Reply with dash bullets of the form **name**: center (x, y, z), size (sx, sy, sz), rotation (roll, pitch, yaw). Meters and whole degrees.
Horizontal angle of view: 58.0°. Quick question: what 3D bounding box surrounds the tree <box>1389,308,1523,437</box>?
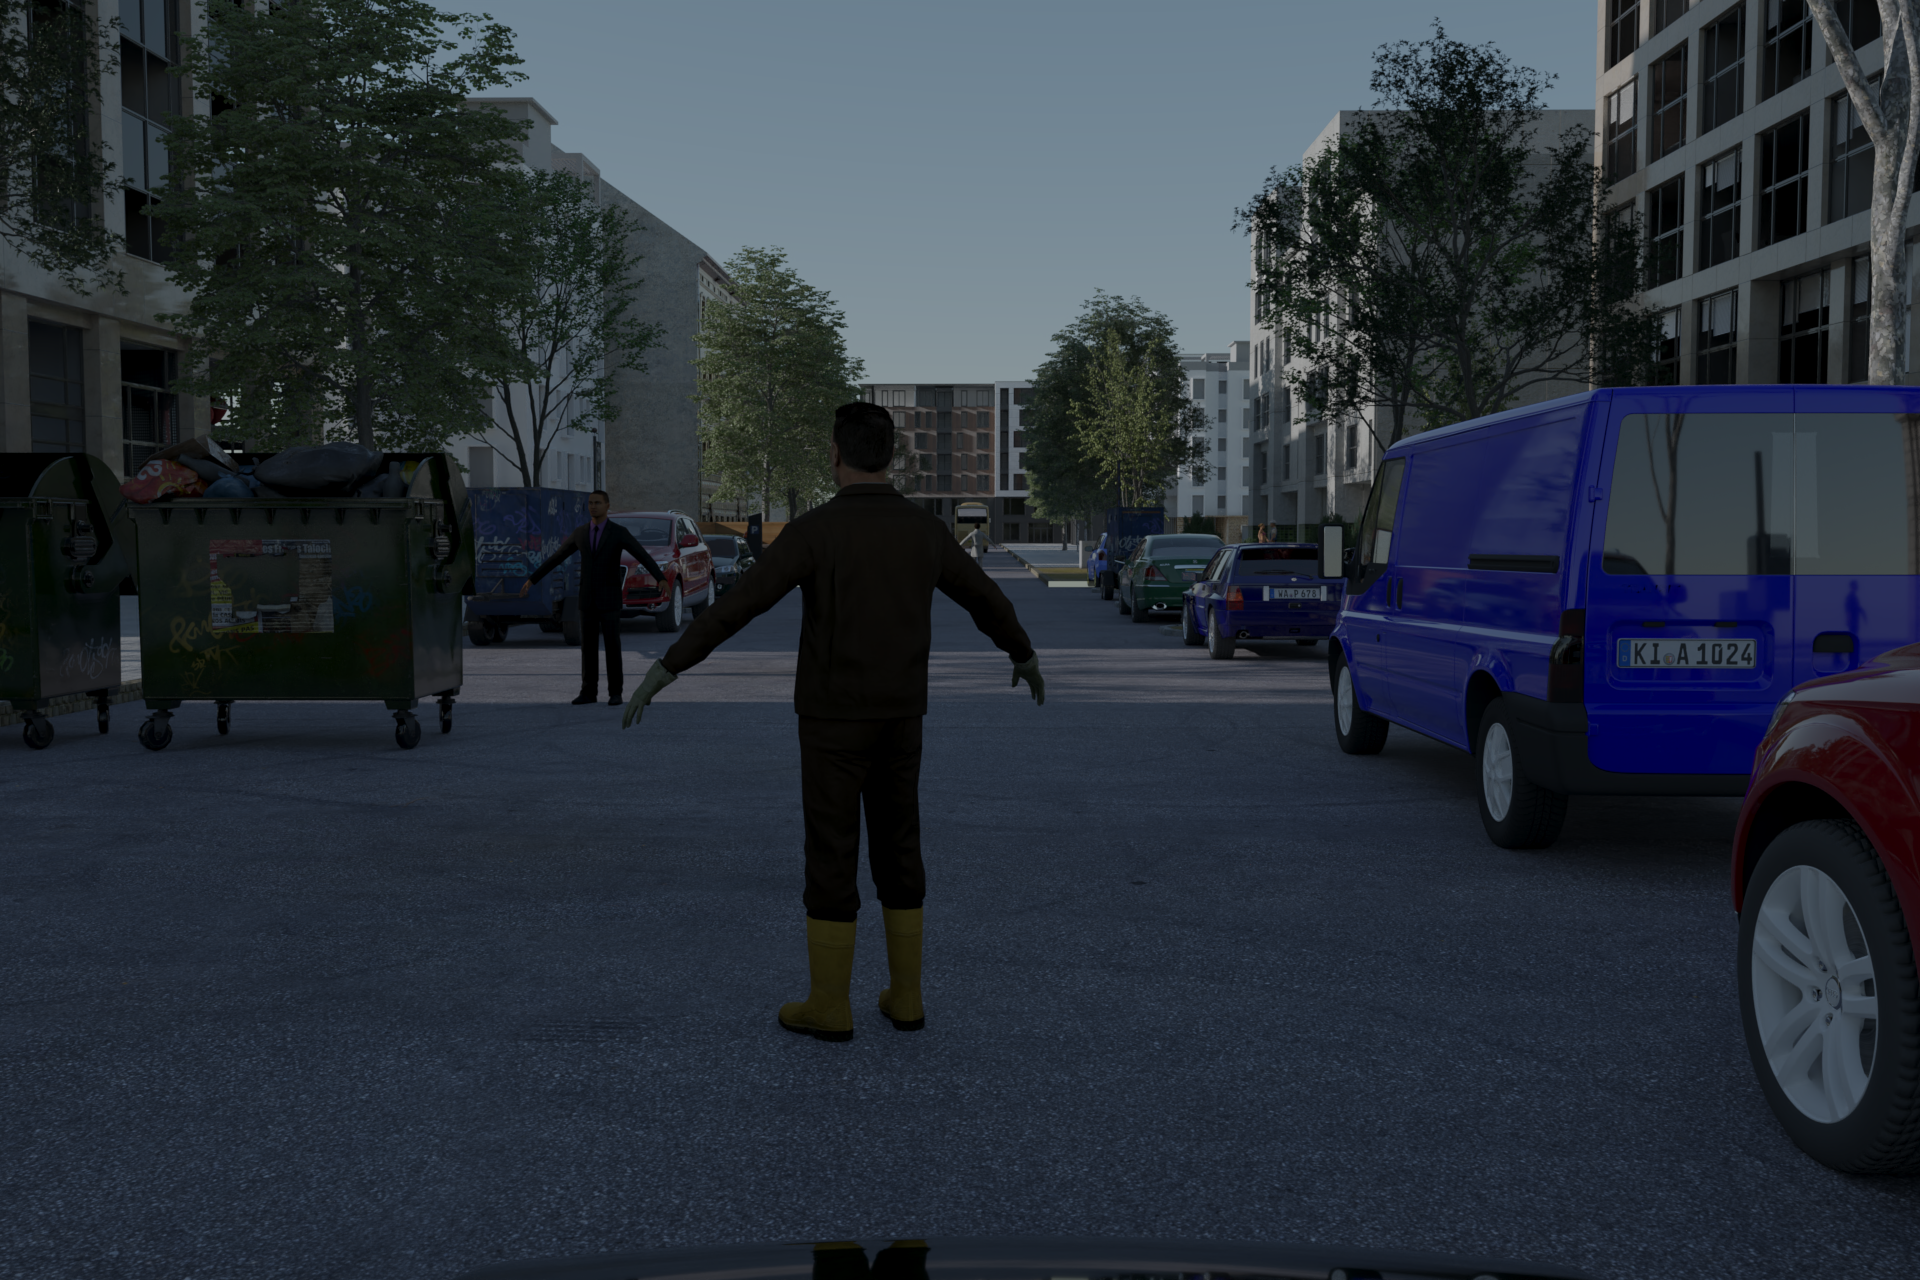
- **tree**: center (16.035, -6.423, 55.383), size (4.737, 8.622, 4.395), rotation (0, 3, 0)

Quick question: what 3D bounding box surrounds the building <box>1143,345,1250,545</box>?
- **building**: center (24.185, -19.881, 181.468), size (16.016, 20.090, 11.380), rotation (0, 4, 0)

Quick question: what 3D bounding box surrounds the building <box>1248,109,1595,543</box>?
- **building**: center (24.309, -13.119, 80.947), size (16.747, 18.905, 31.486), rotation (0, 4, 1)

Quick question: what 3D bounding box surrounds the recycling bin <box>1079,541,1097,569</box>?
- **recycling bin**: center (4.840, -3.188, 64.679), size (0.722, 1.027, 0.722), rotation (0, 3, 0)

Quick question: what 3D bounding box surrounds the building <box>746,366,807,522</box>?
- **building**: center (-25.574, -21.035, 174.857), size (19.493, 23.208, 18.063), rotation (0, 4, 2)

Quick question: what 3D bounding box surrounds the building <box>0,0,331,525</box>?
- **building**: center (-31.644, -16.631, 38.140), size (22.709, 31.103, 35.509), rotation (0, 4, 0)

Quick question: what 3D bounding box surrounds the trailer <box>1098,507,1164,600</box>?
- **trailer**: center (3.809, -1.923, 38.491), size (1.471, 1.999, 3.904), rotation (0, 4, 0)

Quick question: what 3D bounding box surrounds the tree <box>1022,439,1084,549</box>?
- **tree**: center (9.014, -14.239, 150.935), size (7.486, 12.596, 7.792), rotation (0, 3, 0)

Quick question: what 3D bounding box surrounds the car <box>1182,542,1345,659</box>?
- **car**: center (3.738, -0.523, 21.126), size (1.945, 1.354, 3.894), rotation (0, 4, 0)

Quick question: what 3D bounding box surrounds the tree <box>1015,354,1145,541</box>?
- **tree**: center (8.547, -12.811, 116.109), size (9.857, 13.997, 8.962), rotation (0, 3, 0)

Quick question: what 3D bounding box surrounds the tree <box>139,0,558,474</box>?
- **tree**: center (-11.168, -6.962, 31.962), size (7.486, 12.596, 7.792), rotation (0, 3, 0)

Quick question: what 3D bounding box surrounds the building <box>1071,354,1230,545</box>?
- **building**: center (27.482, -22.547, 212.618), size (27.936, 21.610, 32.646), rotation (0, 4, 1)

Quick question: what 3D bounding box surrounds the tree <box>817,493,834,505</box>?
- **tree**: center (-18.243, -17.776, 240.992), size (4.360, 8.622, 3.978), rotation (0, 3, 0)

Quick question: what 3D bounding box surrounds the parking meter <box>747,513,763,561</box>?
- **parking meter**: center (-5.588, -2.535, 47.159), size (0.399, 1.863, 0.255), rotation (0, 4, 1)

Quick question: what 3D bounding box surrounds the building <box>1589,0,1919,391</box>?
- **building**: center (29.865, -14.416, 38.898), size (19.351, 26.588, 34.151), rotation (0, 4, 1)

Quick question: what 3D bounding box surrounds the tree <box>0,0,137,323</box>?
- **tree**: center (-11.799, -5.077, 17.424), size (8.767, 10.594, 7.601), rotation (2, 4, 24)

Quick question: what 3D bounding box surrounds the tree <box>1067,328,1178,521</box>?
- **tree**: center (5.892, -6.775, 61.126), size (4.737, 8.622, 4.395), rotation (0, 3, 0)

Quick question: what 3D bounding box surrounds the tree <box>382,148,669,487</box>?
- **tree**: center (-11.611, -7.392, 46.621), size (9.928, 11.665, 9.643), rotation (0, 3, 0)

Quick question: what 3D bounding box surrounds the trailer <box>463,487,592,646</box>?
- **trailer**: center (-5.545, -0.901, 21.785), size (1.471, 1.999, 3.904), rotation (0, 4, 1)

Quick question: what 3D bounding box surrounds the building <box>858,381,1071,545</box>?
- **building**: center (2.672, -24.305, 243.821), size (32.646, 21.610, 27.936), rotation (0, 4, 1)

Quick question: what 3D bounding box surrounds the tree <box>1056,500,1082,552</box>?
- **tree**: center (8.396, -10.600, 123.672), size (4.360, 8.622, 3.978), rotation (0, 3, 0)

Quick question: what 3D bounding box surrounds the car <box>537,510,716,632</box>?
- **car**: center (-5.089, -1.116, 26.919), size (2.281, 1.827, 5.304), rotation (0, 4, 1)

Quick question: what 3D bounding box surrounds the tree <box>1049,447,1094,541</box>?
- **tree**: center (7.929, -9.518, 105.990), size (4.360, 8.622, 3.978), rotation (0, 3, 0)

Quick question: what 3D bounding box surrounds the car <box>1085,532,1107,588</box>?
- **car**: center (4.327, -2.246, 46.306), size (1.945, 1.707, 3.694), rotation (0, 4, 0)

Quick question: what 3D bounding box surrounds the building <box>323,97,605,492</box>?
- **building**: center (-23.573, -13.464, 76.562), size (16.016, 20.090, 11.380), rotation (0, 4, 2)

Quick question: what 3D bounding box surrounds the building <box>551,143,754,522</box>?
- **building**: center (-23.126, -16.608, 102.476), size (19.493, 23.208, 18.063), rotation (0, 4, 1)

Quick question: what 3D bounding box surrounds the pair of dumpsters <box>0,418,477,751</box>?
- **pair of dumpsters**: center (-5.705, -0.423, 11.873), size (4.436, 2.255, 1.574), rotation (0, 4, 1)

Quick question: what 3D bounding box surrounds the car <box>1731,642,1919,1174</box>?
- **car**: center (2.941, 0.390, 2.292), size (2.281, 1.827, 5.304), rotation (0, 4, 0)

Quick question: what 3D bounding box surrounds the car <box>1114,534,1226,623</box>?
- **car**: center (3.720, -1.076, 29.394), size (2.131, 1.459, 4.920), rotation (0, 4, 1)

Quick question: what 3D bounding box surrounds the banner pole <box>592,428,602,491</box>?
- **banner pole**: center (-8.579, -3.121, 41.038), size (0.401, 3.779, 0.863), rotation (0, 4, 2)

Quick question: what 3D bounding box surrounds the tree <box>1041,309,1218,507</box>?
- **tree**: center (7.314, -8.429, 72.230), size (7.601, 10.594, 8.767), rotation (2, 4, 24)

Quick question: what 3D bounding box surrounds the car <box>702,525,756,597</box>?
- **car**: center (-5.413, -1.693, 37.467), size (2.009, 1.686, 4.222), rotation (0, 4, 1)
